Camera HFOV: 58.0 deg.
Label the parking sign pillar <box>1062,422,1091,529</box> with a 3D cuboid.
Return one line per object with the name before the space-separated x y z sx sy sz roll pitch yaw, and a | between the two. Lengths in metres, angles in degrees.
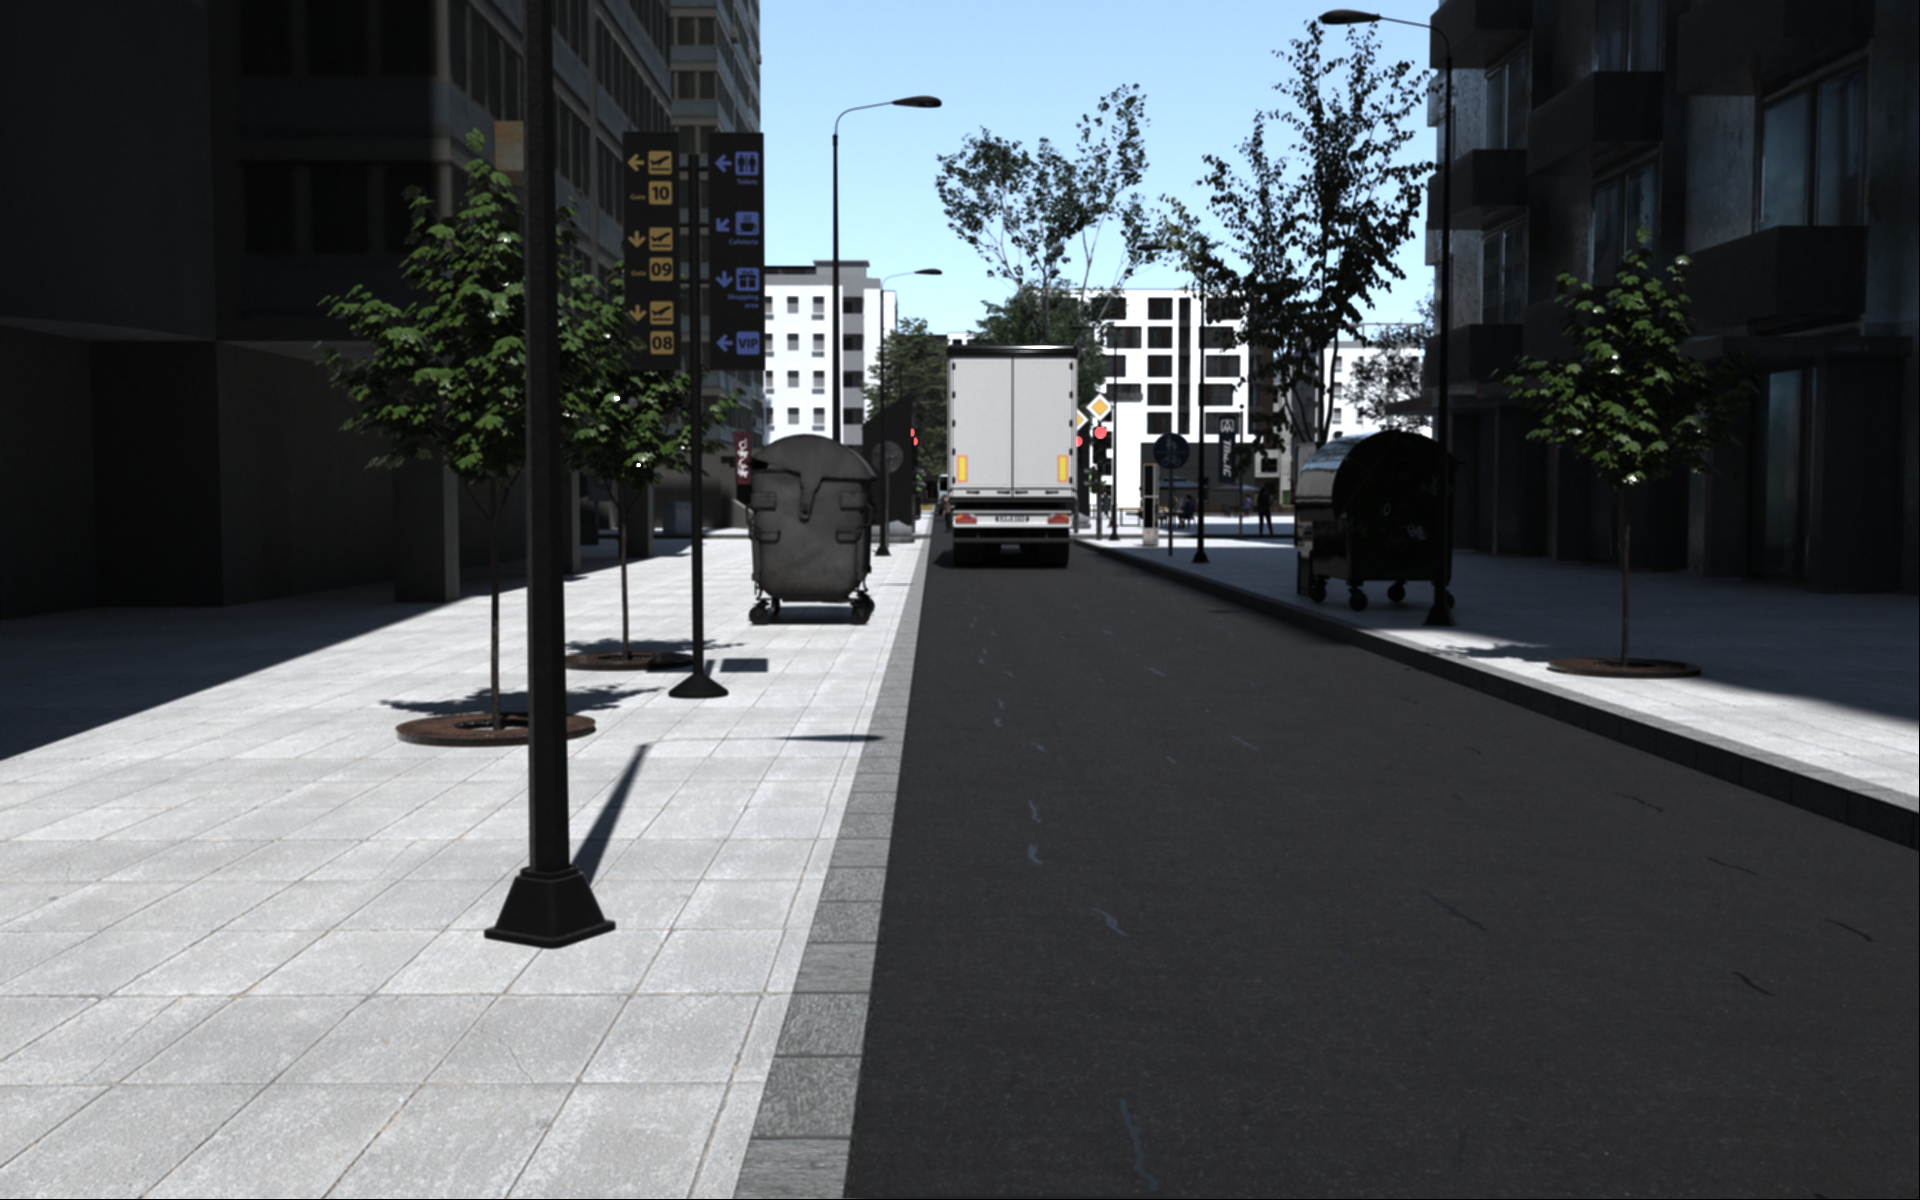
parking sign pillar | 4.163 -4.652 64.534 1.447 3.967 1.447 0 4 -4

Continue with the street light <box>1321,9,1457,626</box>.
street light | 4.158 -2.706 16.786 1.470 5.913 1.316 0 4 -1

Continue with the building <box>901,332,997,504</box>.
building | -3.936 -23.762 232.480 32.646 21.610 27.936 0 4 -1

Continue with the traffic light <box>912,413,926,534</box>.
traffic light | -1.518 -4.116 56.216 0.839 4.253 0.868 0 4 -1

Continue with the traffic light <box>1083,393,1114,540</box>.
traffic light | 3.871 -3.633 48.319 0.839 4.253 0.868 0 4 -1

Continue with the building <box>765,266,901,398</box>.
building | -20.388 -20.028 171.428 27.936 21.610 32.646 0 4 -1

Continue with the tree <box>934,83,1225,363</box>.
tree | 5.516 -13.685 79.642 12.611 20.169 13.585 0 3 0

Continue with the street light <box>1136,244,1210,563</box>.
street light | 3.968 -3.655 32.294 1.470 5.913 1.316 0 4 -1

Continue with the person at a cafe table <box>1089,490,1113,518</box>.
person at a cafe table | 7.627 -5.133 92.438 1.698 1.524 1.622 -1 4 -16

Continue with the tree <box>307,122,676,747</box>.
tree | -2.621 -0.892 9.185 1.663 3.219 1.824 0 3 0

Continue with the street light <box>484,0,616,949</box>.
street light | -0.656 -1.978 4.883 1.470 5.913 1.316 0 4 -1

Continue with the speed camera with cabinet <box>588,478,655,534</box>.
speed camera with cabinet | -10.931 -3.761 55.829 2.038 3.252 0.660 -2 4 -24

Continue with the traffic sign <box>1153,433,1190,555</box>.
traffic sign | 4.405 -2.206 36.172 0.768 2.556 0.104 0 4 7

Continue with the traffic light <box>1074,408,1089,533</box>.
traffic light | 3.763 -4.121 56.303 0.839 4.253 0.868 0 4 -1

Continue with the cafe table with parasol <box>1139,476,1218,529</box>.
cafe table with parasol | 8.026 -3.661 64.721 2.610 1.966 2.610 1 4 18

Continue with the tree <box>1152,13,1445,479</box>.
tree | 5.396 -4.670 26.716 4.737 8.622 4.395 0 3 0

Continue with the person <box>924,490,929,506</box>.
person | -3.601 -10.929 185.175 0.683 1.767 0.568 1 4 17

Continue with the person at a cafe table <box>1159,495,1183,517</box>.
person at a cafe table | 11.455 -5.198 95.842 1.726 1.238 1.698 2 4 30

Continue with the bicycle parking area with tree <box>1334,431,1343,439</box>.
bicycle parking area with tree | 19.823 -5.637 79.162 8.231 4.147 9.016 1 4 8

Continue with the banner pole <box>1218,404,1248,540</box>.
banner pole | 7.620 -3.569 48.376 0.863 3.779 0.401 1 4 12

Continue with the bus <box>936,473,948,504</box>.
bus | -0.648 -9.562 151.204 2.948 3.499 13.247 0 4 -1

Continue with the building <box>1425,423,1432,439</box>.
building | 64.969 -15.855 201.370 28.070 9.664 9.099 0 4 -1

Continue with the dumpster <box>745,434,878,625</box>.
dumpster | -1.495 -0.724 17.597 1.264 1.857 1.865 0 4 -1

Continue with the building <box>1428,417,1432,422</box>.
building | 61.953 -22.655 226.831 11.380 20.091 16.016 0 4 -1

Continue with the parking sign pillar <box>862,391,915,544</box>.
parking sign pillar | -1.912 -3.490 45.527 1.447 3.967 1.447 0 4 -2

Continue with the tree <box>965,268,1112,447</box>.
tree | 4.062 -11.794 99.479 9.857 13.997 8.962 0 3 0

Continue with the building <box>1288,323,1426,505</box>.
building | 44.710 -20.845 197.241 11.380 20.091 16.016 0 4 -1

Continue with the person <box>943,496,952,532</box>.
person | -0.454 -3.218 65.016 0.435 1.345 0.340 1 4 20

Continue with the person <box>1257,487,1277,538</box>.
person | 9.192 -2.568 51.956 0.593 1.643 0.415 -1 4 -16

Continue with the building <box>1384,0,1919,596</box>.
building | 21.439 -25.048 29.141 23.786 49.044 30.456 0 4 -1

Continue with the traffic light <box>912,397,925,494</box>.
traffic light | -1.409 -3.628 48.232 0.839 4.253 0.868 0 4 -1

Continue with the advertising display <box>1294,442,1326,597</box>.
advertising display | 4.387 -1.010 21.736 0.123 1.923 0.974 0 4 -5

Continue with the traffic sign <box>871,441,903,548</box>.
traffic sign | -1.738 -2.525 41.390 0.768 2.556 0.104 0 4 1

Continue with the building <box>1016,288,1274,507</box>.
building | 19.575 -21.085 188.710 27.936 21.610 32.646 0 4 -1

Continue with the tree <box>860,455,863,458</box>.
tree | -7.884 -8.630 124.810 4.285 4.588 4.351 0 3 0

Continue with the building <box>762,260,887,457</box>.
building | -13.940 -17.209 137.789 16.016 20.091 11.380 0 4 -1

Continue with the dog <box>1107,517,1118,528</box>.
dog | 5.794 -2.978 66.424 0.550 0.427 0.748 1 4 19

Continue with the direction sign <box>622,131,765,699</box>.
direction sign | -1.667 -1.158 10.936 0.876 3.537 0.379 0 4 -2

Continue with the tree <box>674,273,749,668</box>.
tree | -2.400 -1.127 13.022 1.663 3.219 1.824 0 3 0

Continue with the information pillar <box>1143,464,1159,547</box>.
information pillar | 4.668 -2.316 42.351 0.304 2.012 0.304 2 4 28

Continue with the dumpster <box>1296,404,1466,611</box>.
dumpster | 4.752 -1.050 19.656 1.502 2.255 1.985 0 4 -1

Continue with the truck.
truck | 1.090 -3.008 38.088 2.839 4.237 11.283 0 4 1

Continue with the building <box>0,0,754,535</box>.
building | -21.421 -23.097 69.518 32.217 40.220 23.993 0 4 -1

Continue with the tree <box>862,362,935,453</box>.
tree | -3.149 -8.933 96.412 4.360 8.622 3.978 0 3 0

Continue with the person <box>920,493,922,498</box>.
person | -3.394 -8.038 137.594 0.705 1.807 1.348 -3 5 -39

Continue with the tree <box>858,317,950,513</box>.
tree | -3.151 -11.820 111.382 7.486 12.596 7.792 0 3 0

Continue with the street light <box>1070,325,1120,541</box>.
street light | 3.733 -4.601 47.766 1.470 5.913 1.316 0 4 -1

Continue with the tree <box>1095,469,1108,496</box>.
tree | 10.270 -8.204 128.733 1.663 3.219 1.824 0 3 0

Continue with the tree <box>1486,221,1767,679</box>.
tree | 4.897 -1.085 12.335 1.663 3.219 1.824 0 3 0

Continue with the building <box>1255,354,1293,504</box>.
building | 40.525 -22.011 226.331 31.486 18.905 16.747 0 4 -1

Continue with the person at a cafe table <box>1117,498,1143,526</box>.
person at a cafe table | 7.175 -3.746 69.767 1.622 1.524 1.698 0 4 3

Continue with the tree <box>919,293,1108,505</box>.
tree | 4.062 -10.069 90.376 9.928 11.665 9.643 0 3 0

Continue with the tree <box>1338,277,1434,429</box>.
tree | 18.828 -8.098 66.810 8.767 10.594 7.601 0 4 -6

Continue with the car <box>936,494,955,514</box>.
car | -0.671 -6.920 122.935 2.009 1.686 4.222 0 4 -2

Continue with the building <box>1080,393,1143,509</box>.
building | 10.464 -13.202 158.000 9.099 9.664 28.070 0 4 -1

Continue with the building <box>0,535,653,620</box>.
building | -17.392 -20.578 28.330 23.993 40.220 32.217 0 4 -1

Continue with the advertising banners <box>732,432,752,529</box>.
advertising banners | -5.356 -3.213 48.715 2.074 3.025 0.090 0 4 1

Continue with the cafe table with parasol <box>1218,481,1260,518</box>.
cafe table with parasol | 15.047 -5.466 94.235 2.610 1.966 2.610 1 4 8

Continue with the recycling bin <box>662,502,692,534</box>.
recycling bin | -9.115 -2.651 55.901 0.722 1.027 0.722 -3 5 -43

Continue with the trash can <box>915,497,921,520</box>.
trash can | -2.258 -4.541 85.906 0.748 1.137 0.748 0 3 0
